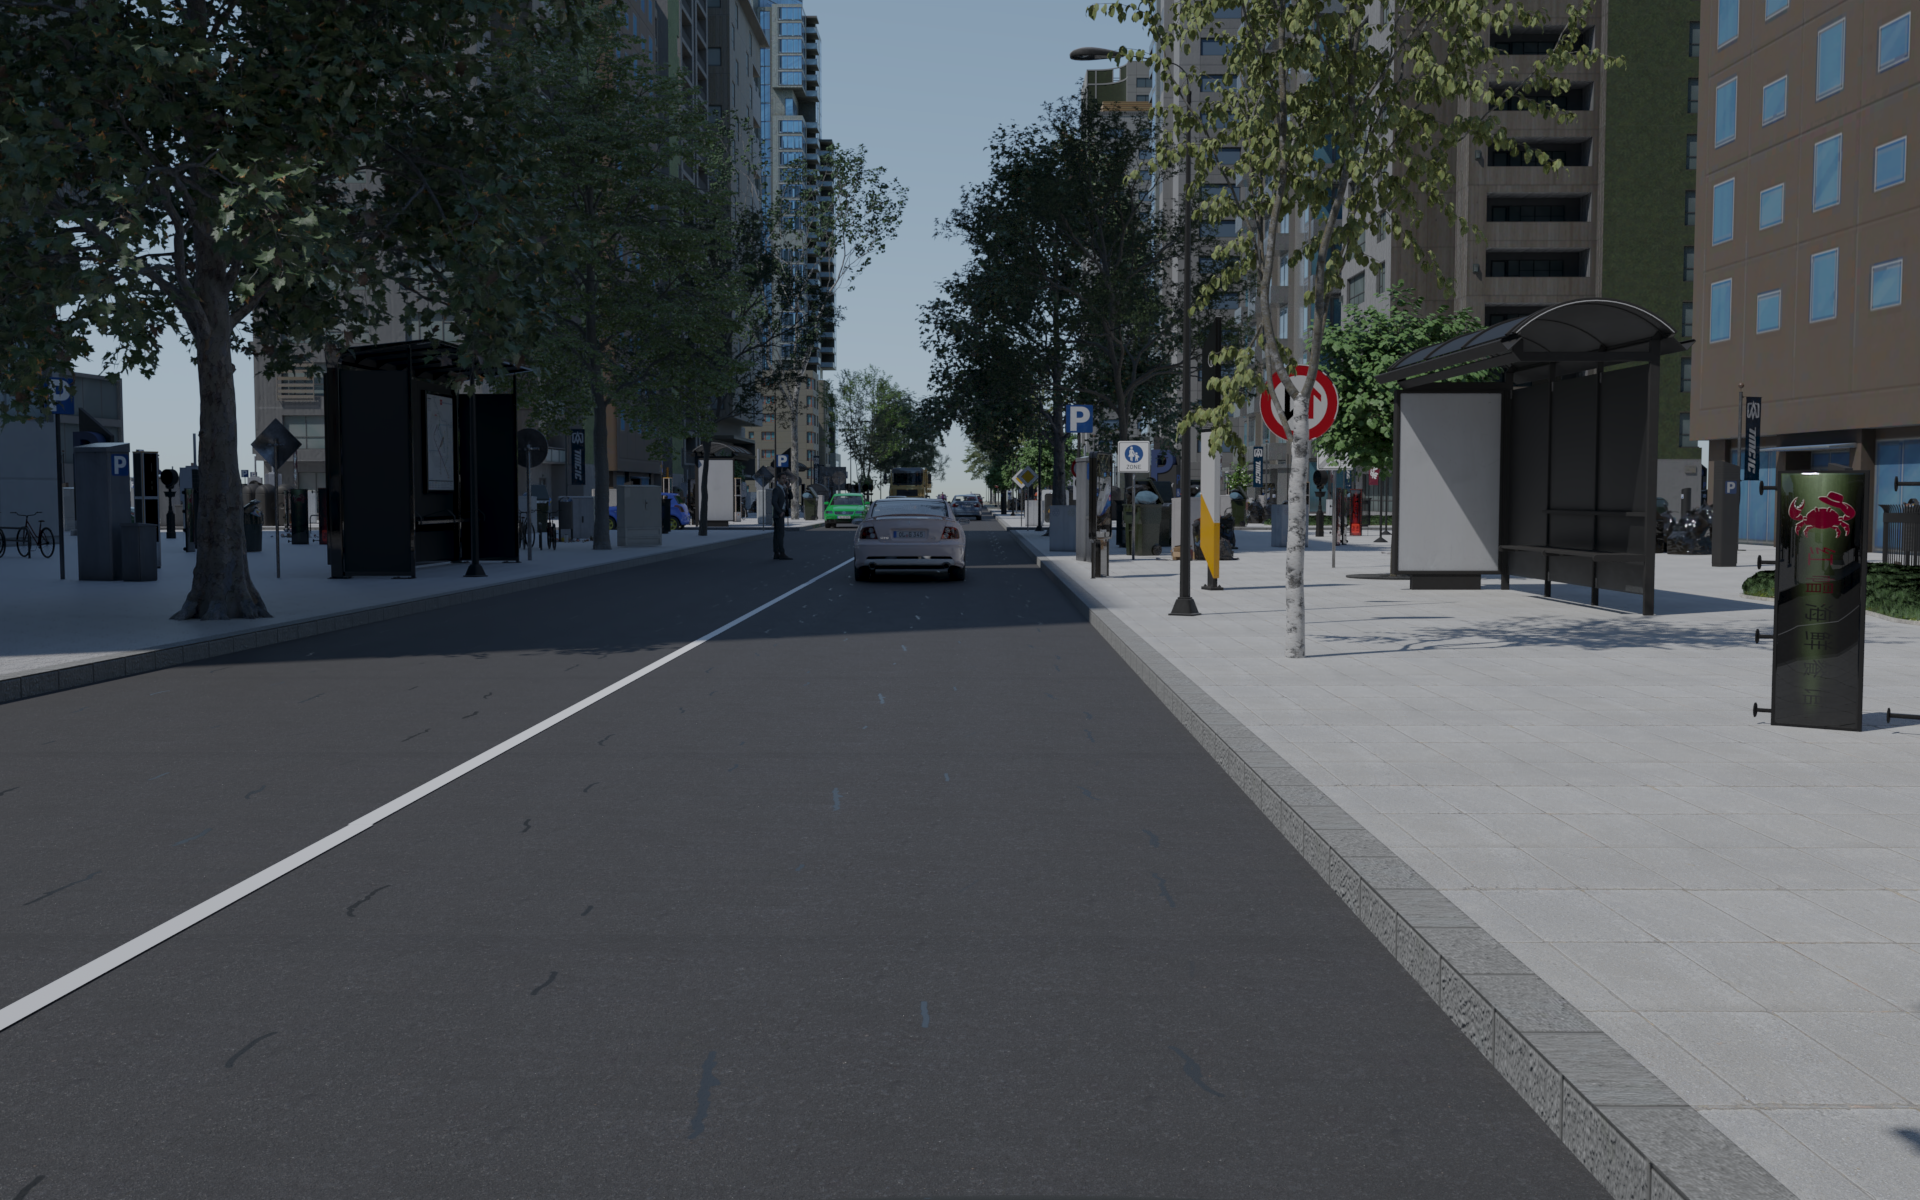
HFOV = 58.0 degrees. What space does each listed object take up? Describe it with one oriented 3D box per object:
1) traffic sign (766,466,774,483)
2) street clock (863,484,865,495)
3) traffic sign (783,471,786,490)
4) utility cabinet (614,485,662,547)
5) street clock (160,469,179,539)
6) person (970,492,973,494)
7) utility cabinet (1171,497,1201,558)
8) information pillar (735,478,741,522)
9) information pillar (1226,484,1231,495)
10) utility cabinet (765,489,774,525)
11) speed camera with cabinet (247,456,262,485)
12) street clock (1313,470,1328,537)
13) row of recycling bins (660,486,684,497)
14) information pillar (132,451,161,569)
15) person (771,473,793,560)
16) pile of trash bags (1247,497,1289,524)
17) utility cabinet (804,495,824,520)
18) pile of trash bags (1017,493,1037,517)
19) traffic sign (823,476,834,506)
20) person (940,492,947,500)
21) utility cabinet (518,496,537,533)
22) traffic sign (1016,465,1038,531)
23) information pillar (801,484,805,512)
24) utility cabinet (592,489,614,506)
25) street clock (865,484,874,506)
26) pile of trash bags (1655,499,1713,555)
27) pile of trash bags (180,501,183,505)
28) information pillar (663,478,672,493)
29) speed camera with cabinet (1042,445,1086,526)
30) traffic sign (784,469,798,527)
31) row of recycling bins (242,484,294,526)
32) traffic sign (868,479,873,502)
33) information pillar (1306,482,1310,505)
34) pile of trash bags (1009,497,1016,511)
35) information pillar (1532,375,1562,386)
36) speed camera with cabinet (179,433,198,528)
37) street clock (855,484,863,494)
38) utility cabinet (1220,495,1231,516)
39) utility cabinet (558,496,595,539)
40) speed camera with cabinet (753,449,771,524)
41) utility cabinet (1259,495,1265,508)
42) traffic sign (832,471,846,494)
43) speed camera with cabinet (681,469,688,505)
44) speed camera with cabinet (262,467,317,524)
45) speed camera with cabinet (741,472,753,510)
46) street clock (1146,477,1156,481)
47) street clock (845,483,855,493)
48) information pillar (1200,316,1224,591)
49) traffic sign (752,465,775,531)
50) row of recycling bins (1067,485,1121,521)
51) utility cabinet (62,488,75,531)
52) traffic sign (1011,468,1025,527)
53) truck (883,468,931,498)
[{"bbox_3d":[-8.740,-4.824,78.978,0.768,2.556,0.104,0,4,2],"label":"traffic sign"},{"bbox_3d":[-6.947,-7.467,126.658,0.471,2.002,0.358,-1,4,-17],"label":"street clock"},{"bbox_3d":[-9.834,-5.943,97.282,0.768,2.556,0.104,0,4,5],"label":"traffic sign"},{"bbox_3d":[-7.796,-2.047,42.155,0.318,1.500,1.173,3,4,38],"label":"utility cabinet"},{"bbox_3d":[-22.740,-2.771,49.870,0.471,2.002,0.358,1,4,19],"label":"street clock"},{"bbox_3d":[1.666,-15.845,267.439,0.709,1.838,0.599,-3,4,-39],"label":"person"},{"bbox_3d":[4.586,-1.453,34.911,0.306,1.237,1.020,2,4,30],"label":"utility cabinet"},{"bbox_3d":[-10.230,-4.578,79.346,0.304,2.012,0.304,-3,4,-38],"label":"information pillar"},{"bbox_3d":[18.254,-6.914,117.529,0.304,2.012,0.304,-2,4,-28],"label":"information pillar"},{"bbox_3d":[-7.730,-3.866,71.893,0.318,1.500,1.173,1,4,12],"label":"utility cabinet"},{"bbox_3d":[-37.250,-5.835,89.742,2.038,3.252,0.660,-1,4,-12],"label":"speed camera with cabinet"},{"bbox_3d":[10.789,-2.894,51.888,0.358,2.002,0.471,-1,4,-23],"label":"street clock"},{"bbox_3d":[-16.211,-5.103,90.541,3.534,1.692,1.069,0,4,-5],"label":"row of recycling bins"},{"bbox_3d":[-13.970,-1.545,29.757,0.304,2.012,0.304,2,4,35],"label":"information pillar"},{"bbox_3d":[-3.885,-1.843,38.002,0.474,1.900,0.648,0,4,-2],"label":"person"},{"bbox_3d":[13.683,-3.944,74.236,1.912,1.369,3.447,-1,4,-21],"label":"pile of trash bags"},{"bbox_3d":[-7.349,-4.651,87.207,1.020,1.237,0.306,1,4,15],"label":"utility cabinet"},{"bbox_3d":[4.406,-5.210,94.930,1.912,1.369,3.447,0,4,-4],"label":"pile of trash bags"},{"bbox_3d":[-7.470,-5.885,98.355,0.606,2.300,0.079,0,4,2],"label":"traffic sign"},{"bbox_3d":[-2.261,-13.680,232.850,0.721,1.739,1.217,3,5,44],"label":"person"},{"bbox_3d":[-14.317,-2.790,56.775,1.020,1.237,0.306,2,4,33],"label":"utility cabinet"},{"bbox_3d":[2.356,-3.455,60.135,0.795,2.450,0.064,0,4,0],"label":"traffic sign"},{"bbox_3d":[-10.995,-7.157,121.502,0.304,2.012,0.304,0,4,-2],"label":"information pillar"},{"bbox_3d":[-15.324,-4.058,75.027,1.173,1.500,0.318,-1,4,-18],"label":"utility cabinet"},{"bbox_3d":[-6.425,-7.390,125.389,0.358,2.002,0.471,1,4,18],"label":"street clock"},{"bbox_3d":[15.160,-1.730,38.042,1.912,1.369,3.447,-2,4,-31],"label":"pile of trash bags"},{"bbox_3d":[-63.681,-8.095,142.098,3.447,1.369,1.912,2,4,28],"label":"pile of trash bags"},{"bbox_3d":[-13.027,-4.450,77.256,0.304,2.012,0.304,1,4,18],"label":"information pillar"},{"bbox_3d":[4.360,-4.649,70.339,2.038,3.252,0.660,2,4,25],"label":"speed camera with cabinet"},{"bbox_3d":[-6.778,-3.949,68.209,0.795,2.450,0.064,0,4,0],"label":"traffic sign"},{"bbox_3d":[-28.111,-3.833,69.775,3.534,1.692,1.069,2,4,30],"label":"row of recycling bins"},{"bbox_3d":[-7.084,-8.180,133.852,0.768,2.556,0.104,1,4,9],"label":"traffic sign"},{"bbox_3d":[21.145,-6.196,105.799,0.304,2.012,0.304,-1,4,-19],"label":"information pillar"},{"bbox_3d":[4.946,-7.625,134.416,1.912,1.369,3.447,-1,4,-10],"label":"pile of trash bags"},{"bbox_3d":[9.928,-2.323,29.328,0.504,3.616,0.183,1,4,18],"label":"information pillar"},{"bbox_3d":[-25.305,-3.833,57.006,0.660,3.252,2.038,-1,4,-19],"label":"speed camera with cabinet"},{"bbox_3d":[-7.486,-7.394,125.454,0.471,2.002,0.358,-1,4,-16],"label":"street clock"},{"bbox_3d":[15.290,-5.349,98.615,1.020,1.237,0.306,0,4,1],"label":"utility cabinet"},{"bbox_3d":[-11.059,-2.375,50.000,1.020,1.237,0.306,0,4,-1],"label":"utility cabinet"},{"bbox_3d":[-8.523,-4.940,75.097,0.660,3.252,2.038,0,4,-8],"label":"speed camera with cabinet"},{"bbox_3d":[15.558,-4.775,89.237,0.306,1.237,1.020,1,4,13],"label":"utility cabinet"},{"bbox_3d":[-6.741,-5.886,96.343,0.768,2.556,0.104,0,4,7],"label":"traffic sign"},{"bbox_3d":[-21.931,-8.890,139.686,0.660,3.252,2.038,1,4,11],"label":"speed camera with cabinet"},{"bbox_3d":[-28.887,-4.918,74.751,2.038,3.252,0.660,-1,4,-21],"label":"speed camera with cabinet"},{"bbox_3d":[-16.851,-8.741,137.247,0.660,3.252,2.038,3,4,38],"label":"speed camera with cabinet"},{"bbox_3d":[8.117,-4.233,73.785,0.471,2.002,0.358,2,4,23],"label":"street clock"},{"bbox_3d":[-7.345,-6.708,114.246,0.471,2.002,0.358,-1,4,-19],"label":"street clock"},{"bbox_3d":[3.354,-1.944,23.135,0.183,3.616,0.504,-1,4,-14],"label":"information pillar"},{"bbox_3d":[-6.838,-3.461,60.225,0.795,2.450,0.064,0,4,0],"label":"traffic sign"},{"bbox_3d":[6.331,-4.647,83.097,3.534,1.692,1.069,-3,4,-37],"label":"row of recycling bins"},{"bbox_3d":[-29.801,-3.068,58.843,1.173,1.500,0.318,-3,4,-36],"label":"utility cabinet"},{"bbox_3d":[2.416,-3.944,68.120,0.795,2.450,0.064,0,4,0],"label":"traffic sign"},{"bbox_3d":[-3.653,-8.117,128.640,3.469,3.379,9.791,0,4,2],"label":"truck"}]
